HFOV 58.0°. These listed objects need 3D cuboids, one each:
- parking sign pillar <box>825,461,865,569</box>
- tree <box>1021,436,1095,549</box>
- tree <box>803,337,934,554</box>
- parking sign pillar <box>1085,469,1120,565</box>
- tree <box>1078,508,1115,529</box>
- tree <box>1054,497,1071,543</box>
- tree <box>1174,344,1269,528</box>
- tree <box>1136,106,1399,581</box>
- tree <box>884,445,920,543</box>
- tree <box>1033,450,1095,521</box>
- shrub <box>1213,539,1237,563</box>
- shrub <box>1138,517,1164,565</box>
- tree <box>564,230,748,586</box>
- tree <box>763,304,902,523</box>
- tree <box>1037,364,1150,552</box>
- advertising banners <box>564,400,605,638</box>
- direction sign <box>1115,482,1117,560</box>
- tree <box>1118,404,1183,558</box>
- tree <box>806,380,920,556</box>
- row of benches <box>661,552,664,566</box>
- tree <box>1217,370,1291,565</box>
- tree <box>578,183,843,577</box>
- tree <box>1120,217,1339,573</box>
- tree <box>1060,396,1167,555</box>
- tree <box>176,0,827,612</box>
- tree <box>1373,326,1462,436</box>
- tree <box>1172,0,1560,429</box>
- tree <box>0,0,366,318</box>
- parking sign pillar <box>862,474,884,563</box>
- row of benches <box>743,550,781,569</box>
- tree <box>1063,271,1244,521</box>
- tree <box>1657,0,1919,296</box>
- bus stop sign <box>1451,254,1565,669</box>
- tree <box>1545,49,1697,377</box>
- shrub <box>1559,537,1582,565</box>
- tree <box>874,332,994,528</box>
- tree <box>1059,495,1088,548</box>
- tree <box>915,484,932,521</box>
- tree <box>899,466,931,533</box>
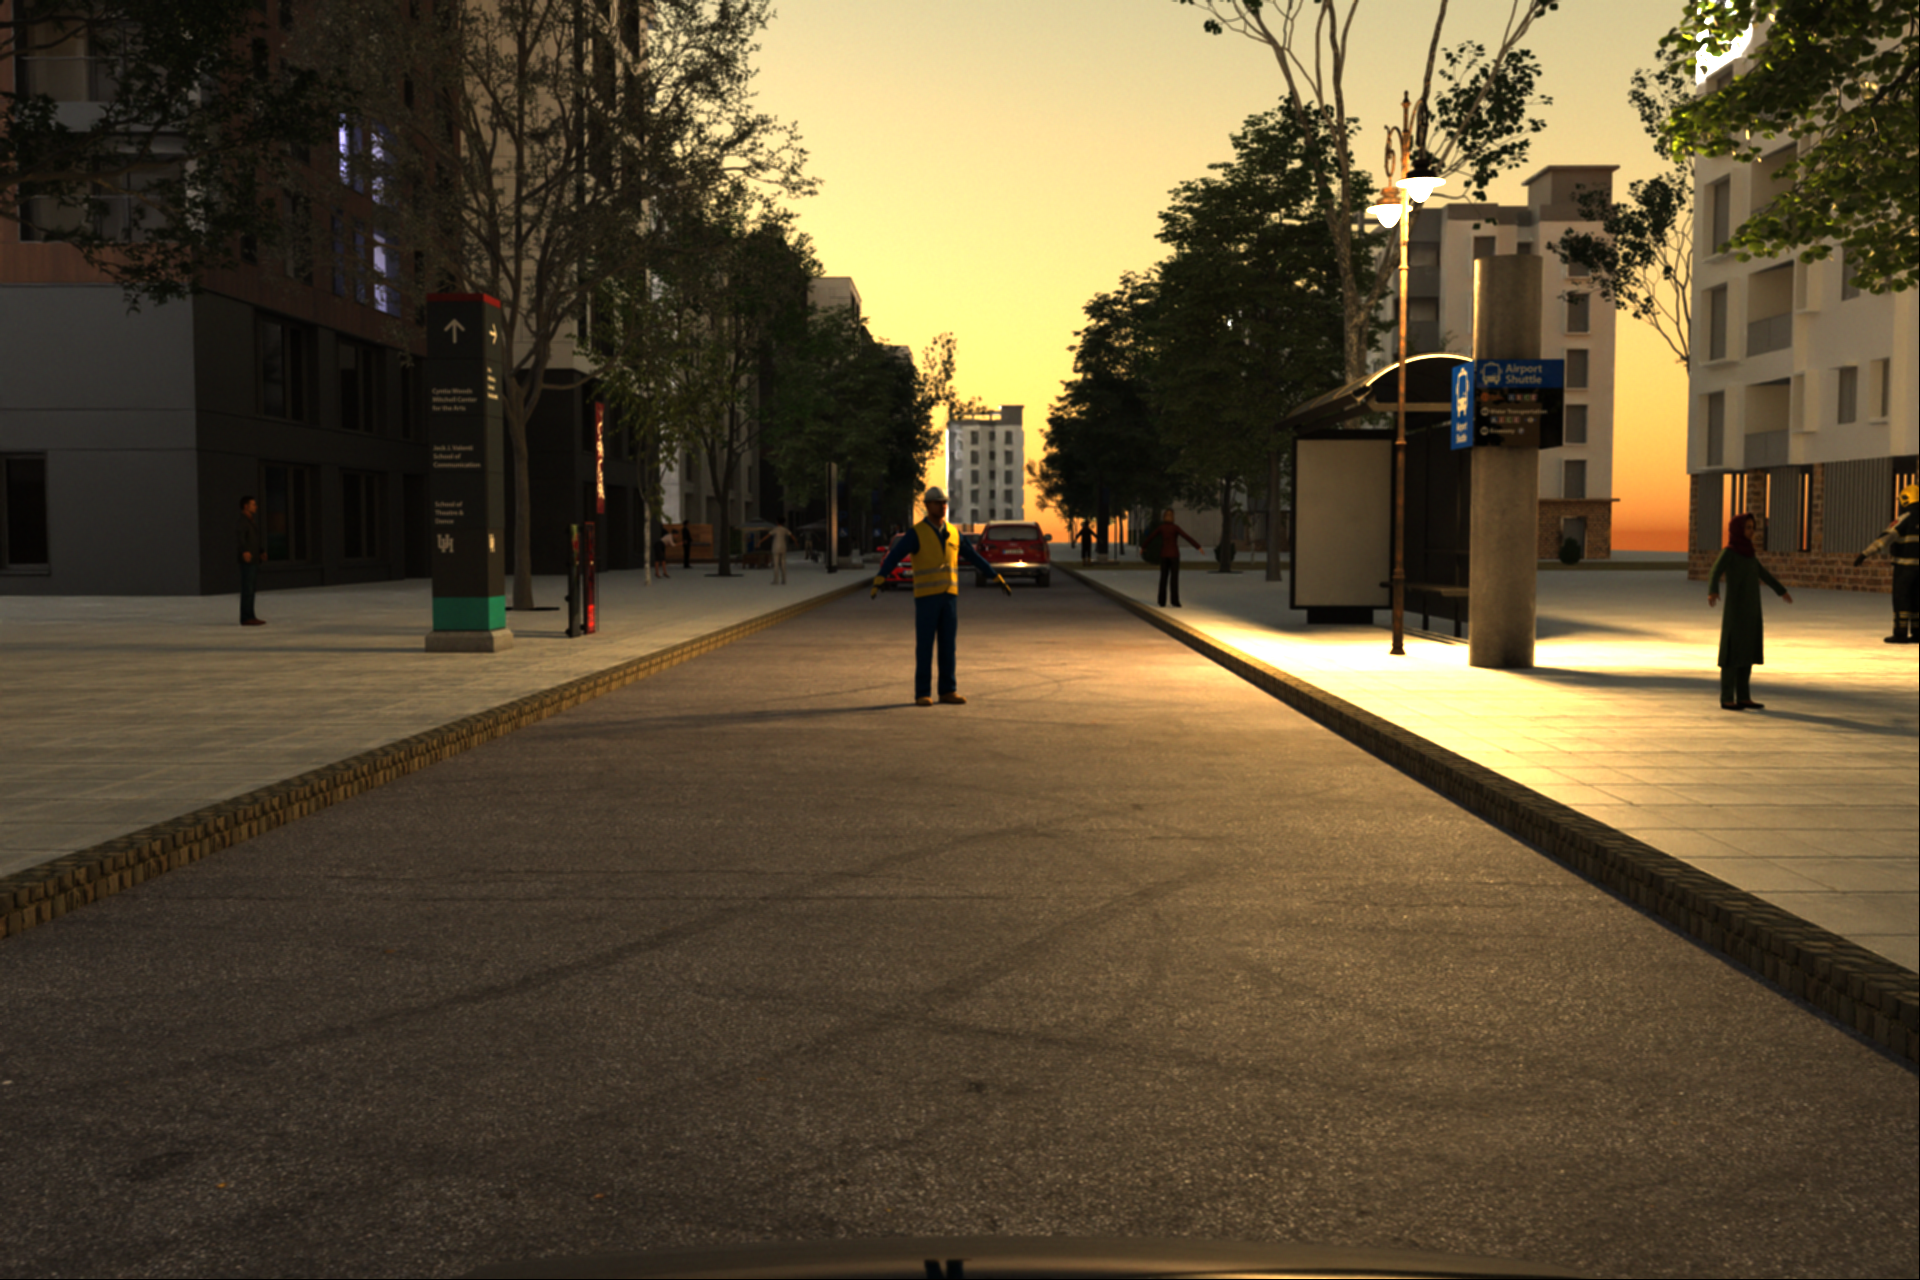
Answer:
[{"bbox_3d":[-4.230,-4.593,63.563,1.447,3.967,1.447,0,4,2],"label":"parking sign pillar"},{"bbox_3d":[9.787,-13.394,153.402,7.601,10.594,8.767,3,5,40],"label":"tree"},{"bbox_3d":[-6.054,-12.655,113.559,9.857,13.997,8.962,0,3,0],"label":"tree"},{"bbox_3d":[5.978,-5.148,72.634,1.447,3.967,1.447,0,4,1],"label":"parking sign pillar"},{"bbox_3d":[21.128,-20.840,258.860,7.486,12.596,7.792,0,3,0],"label":"tree"},{"bbox_3d":[15.754,-18.460,252.174,4.737,8.622,4.395,0,3,0],"label":"tree"},{"bbox_3d":[10.393,-7.111,66.623,4.737,8.622,4.395,0,3,0],"label":"tree"},{"bbox_3d":[8.226,-7.856,46.571,7.486,12.596,7.792,0,3,0],"label":"tree"},{"bbox_3d":[-5.089,-11.164,132.889,4.737,8.622,4.395,0,3,0],"label":"tree"},{"bbox_3d":[9.945,-12.364,136.571,8.767,10.594,7.601,-1,4,-12],"label":"tree"},{"bbox_3d":[11.435,-3.890,74.719,1.383,1.207,1.383,0,3,0],"label":"shrub"},{"bbox_3d":[8.214,-4.153,72.322,1.690,2.028,1.600,0,3,0],"label":"shrub"},{"bbox_3d":[-7.458,-5.632,42.438,4.737,8.622,4.395,0,3,0],"label":"tree"},{"bbox_3d":[-6.309,-10.252,85.754,7.486,12.596,7.792,0,3,0],"label":"tree"},{"bbox_3d":[10.098,-13.361,125.109,9.857,13.997,8.962,0,3,0],"label":"tree"},{"bbox_3d":[-4.776,-1.591,22.199,0.090,3.025,2.074,0,4,2],"label":"advertising banners"},{"bbox_3d":[6.755,-5.083,75.099,0.379,3.537,0.876,0,4,2],"label":"direction sign"},{"bbox_3d":[9.769,-8.731,93.114,4.737,8.622,4.395,0,3,0],"label":"tree"},{"bbox_3d":[-6.102,-10.293,102.695,8.767,10.594,7.601,3,5,43],"label":"tree"},{"bbox_3d":[-13.977,-3.300,69.422,4.104,0.672,1.422,-1,4,-13],"label":"row of benches"},{"bbox_3d":[12.305,-7.502,73.016,4.360,8.622,3.978,0,3,0],"label":"tree"},{"bbox_3d":[-7.269,-7.737,52.249,9.928,11.665,9.643,0,3,0],"label":"tree"},{"bbox_3d":[8.874,-8.009,56.701,9.928,11.665,9.643,0,3,0],"label":"tree"},{"bbox_3d":[9.560,-10.455,105.346,7.601,10.594,8.767,0,4,-3],"label":"tree"},{"bbox_3d":[-7.304,-7.230,28.582,12.009,13.543,11.850,0,3,0],"label":"tree"},{"bbox_3d":[16.747,-6.832,62.063,4.737,8.622,4.395,0,3,0],"label":"tree"},{"bbox_3d":[8.828,-10.847,33.230,12.611,20.169,13.585,0,3,0],"label":"tree"},{"bbox_3d":[-8.325,-4.807,12.999,7.601,10.594,8.767,-3,4,-37],"label":"tree"},{"bbox_3d":[-3.637,-5.405,76.846,1.447,3.967,1.447,0,4,1],"label":"parking sign pillar"},{"bbox_3d":[-7.407,-3.052,65.366,1.422,0.672,4.104,0,4,7],"label":"row of benches"},{"bbox_3d":[9.345,-10.749,82.407,9.857,13.997,8.962,0,3,0],"label":"tree"},{"bbox_3d":[7.057,-5.572,9.228,7.486,12.596,7.792,0,3,0],"label":"tree"},{"bbox_3d":[5.249,-1.692,16.680,0.837,3.901,0.837,0,4,1],"label":"bus stop sign"},{"bbox_3d":[28.992,-13.107,70.185,12.611,20.169,13.585,0,3,0],"label":"tree"},{"bbox_3d":[25.449,-3.738,72.237,1.383,1.207,1.383,0,3,0],"label":"shrub"},{"bbox_3d":[-3.227,-18.696,161.562,12.611,20.169,13.585,0,3,0],"label":"tree"},{"bbox_3d":[11.065,-13.022,163.266,4.737,8.622,4.395,0,3,0],"label":"tree"},{"bbox_3d":[-4.133,-18.662,255.490,4.360,8.622,3.978,0,3,0],"label":"tree"},{"bbox_3d":[-4.932,-11.906,145.026,4.360,8.622,3.978,0,3,0],"label":"tree"}]
